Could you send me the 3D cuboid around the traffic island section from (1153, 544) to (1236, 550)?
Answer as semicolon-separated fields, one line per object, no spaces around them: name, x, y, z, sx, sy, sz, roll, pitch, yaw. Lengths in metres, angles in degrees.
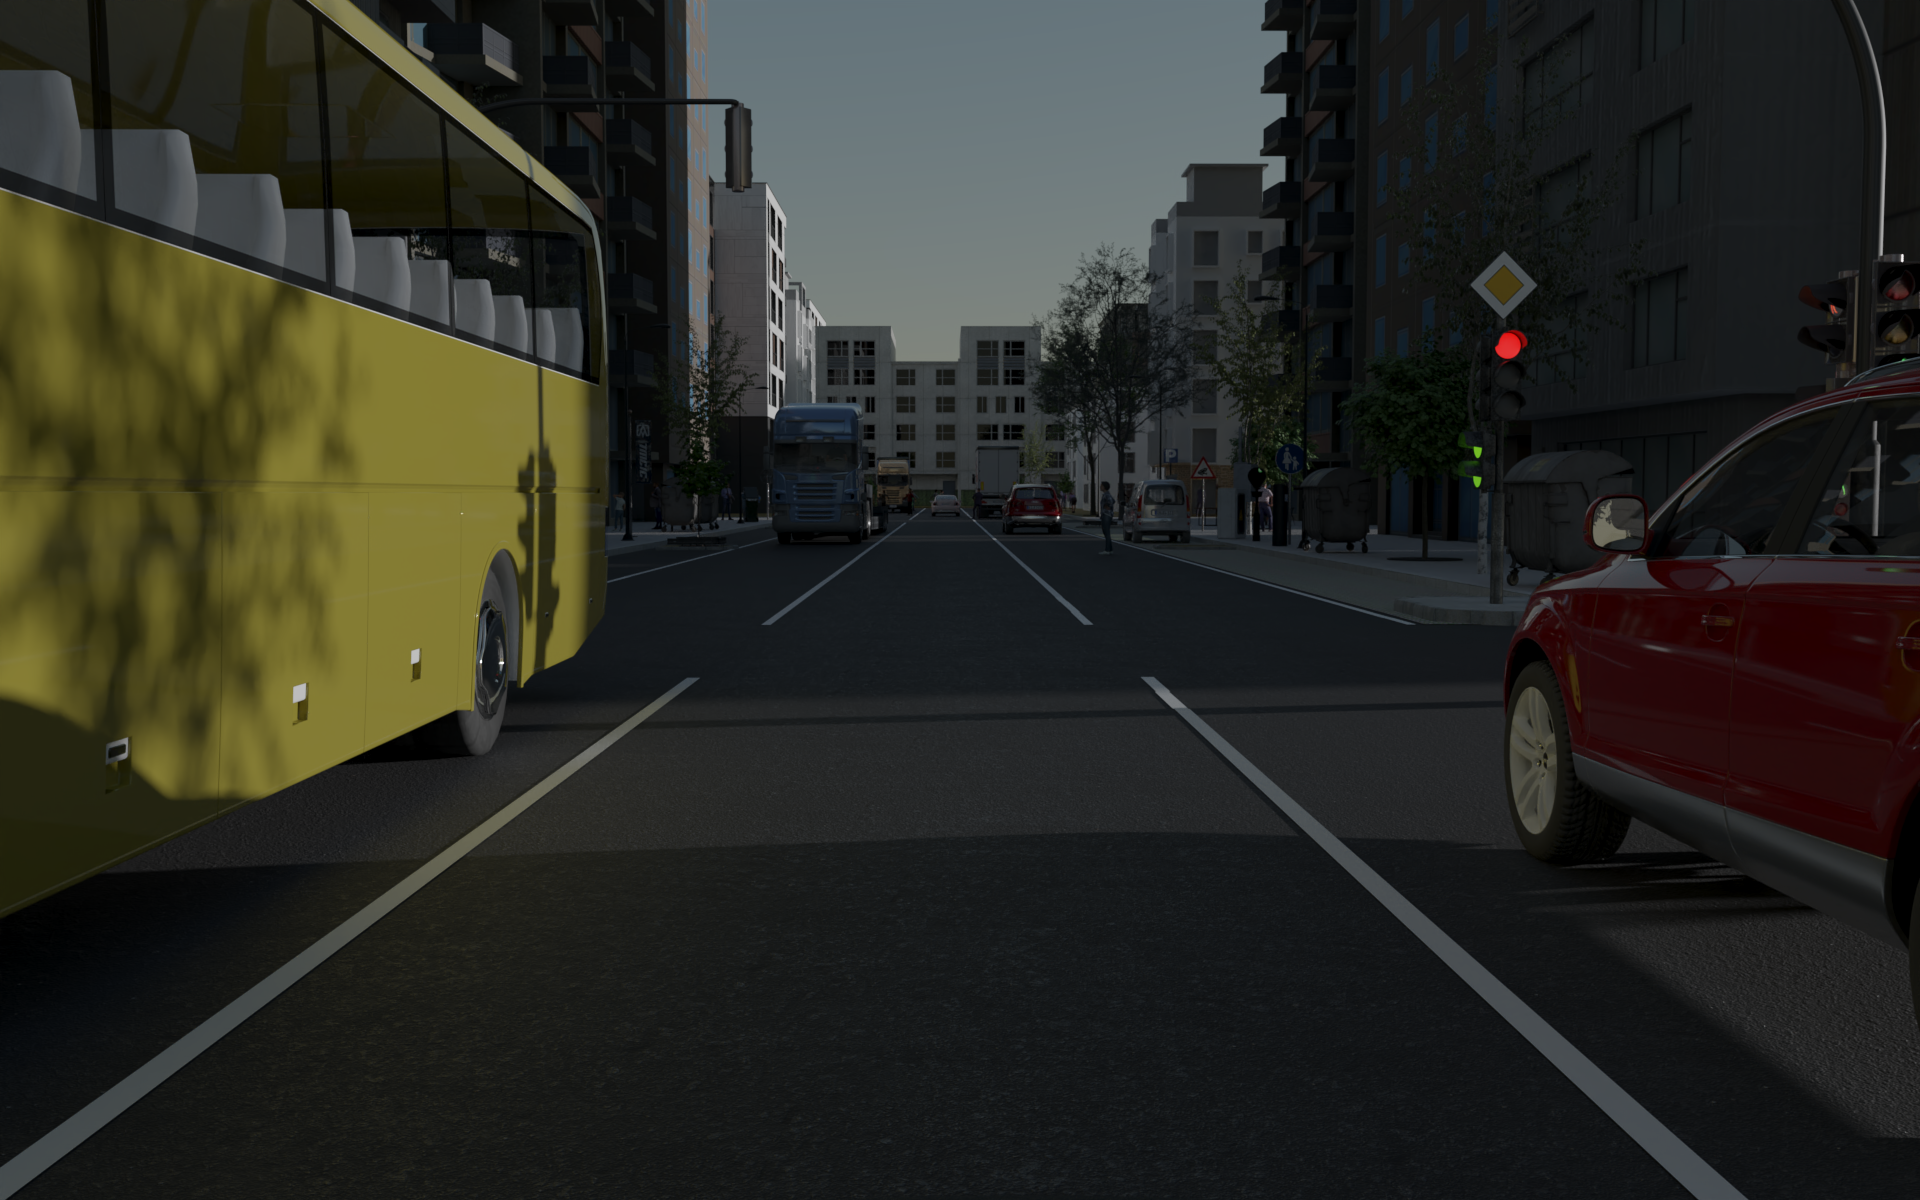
traffic island section;6.079;-1.369;45.243;1.991;0.108;1.994;0;4;0

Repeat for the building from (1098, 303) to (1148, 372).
building;33.018;-21.534;196.060;32.646;21.610;27.936;0;4;0

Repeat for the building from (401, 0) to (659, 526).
building;-23.486;-24.988;63.181;22.147;44.769;28.867;0;4;0

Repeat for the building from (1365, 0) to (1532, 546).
building;19.940;-24.293;47.307;14.600;45.320;14.200;0;4;0

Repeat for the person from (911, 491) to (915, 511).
person;-3.976;-8.255;144.392;0.530;1.710;0.541;-2;4;-35

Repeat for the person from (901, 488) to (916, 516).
person;-3.359;-6.541;115.402;1.348;1.831;0.705;3;5;42

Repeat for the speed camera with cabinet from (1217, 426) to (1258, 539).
speed camera with cabinet;8.051;-3.409;50.074;0.660;3.252;2.038;2;4;28

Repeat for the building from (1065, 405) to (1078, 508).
building;14.862;-12.960;154.048;9.099;9.664;28.070;0;4;0

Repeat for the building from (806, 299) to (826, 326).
building;-32.092;-21.500;195.502;32.646;21.610;27.936;0;4;0

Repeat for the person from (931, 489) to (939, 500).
person;-1.850;-7.792;135.895;1.348;1.824;0.705;3;5;42

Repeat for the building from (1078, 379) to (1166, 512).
building;14.403;-11.202;125.294;9.099;9.664;28.070;0;4;0

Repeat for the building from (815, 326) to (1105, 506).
building;0.018;-19.828;190.643;31.486;18.905;16.747;0;4;0

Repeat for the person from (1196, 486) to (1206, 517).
person;13.510;-5.539;97.054;0.683;1.767;0.568;2;4;35

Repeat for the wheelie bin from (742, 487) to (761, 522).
wheelie bin;-9.623;-4.360;79.192;0.980;1.594;0.693;-2;4;-23

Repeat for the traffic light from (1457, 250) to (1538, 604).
traffic light;6.254;-1.910;20.146;0.839;4.253;0.868;0;4;0

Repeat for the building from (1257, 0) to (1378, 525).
building;25.723;-25.930;78.578;22.147;44.769;28.867;0;4;0

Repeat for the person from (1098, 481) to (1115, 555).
person;3.488;-1.945;41.027;0.376;1.734;0.841;1;4;14

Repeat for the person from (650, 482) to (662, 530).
person;-11.023;-3.415;62.702;0.431;1.722;0.655;0;4;2

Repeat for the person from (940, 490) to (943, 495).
person;-1.685;-8.773;151.954;0.705;1.823;1.348;1;4;21

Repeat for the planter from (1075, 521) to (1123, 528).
planter;5.840;-3.155;72.718;1.991;0.319;1.994;0;4;0

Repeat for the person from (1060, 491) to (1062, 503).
person;10.344;-10.248;176.727;0.621;1.740;0.551;-2;4;-33

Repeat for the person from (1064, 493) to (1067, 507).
person;10.392;-9.821;169.837;0.991;1.433;0.599;1;4;9

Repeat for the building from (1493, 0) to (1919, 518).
building;18.424;-21.168;29.684;14.086;41.232;14.154;0;4;0

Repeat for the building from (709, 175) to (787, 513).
building;-26.550;-16.365;111.549;27.936;21.610;32.646;0;4;0

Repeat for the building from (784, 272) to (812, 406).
building;-21.154;-17.667;145.279;16.016;20.091;11.380;0;4;0

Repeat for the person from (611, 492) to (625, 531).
person;-11.795;-3.047;59.778;0.340;1.345;0.435;2;4;34

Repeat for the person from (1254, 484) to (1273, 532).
person;10.414;-3.195;59.224;0.756;1.711;0.436;3;4;37

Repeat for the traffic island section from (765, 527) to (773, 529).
traffic island section;-7.050;-3.020;72.241;1.991;0.108;1.994;0;4;0

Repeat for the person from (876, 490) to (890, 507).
person;-5.597;-7.150;126.115;1.217;1.735;0.721;-3;5;-41

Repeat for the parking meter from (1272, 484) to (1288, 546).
parking meter;7.864;-2.088;42.556;0.372;1.533;0.369;0;3;0

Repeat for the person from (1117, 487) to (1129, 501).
person;9.564;-5.784;101.428;0.721;1.723;1.217;3;5;42

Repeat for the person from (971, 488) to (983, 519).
person;0.936;-5.492;98.747;0.683;1.767;0.568;-2;4;-27

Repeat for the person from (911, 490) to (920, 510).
person;-4.430;-9.304;160.702;1.350;1.814;0.705;0;4;-7

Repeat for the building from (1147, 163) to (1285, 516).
building;19.655;-15.207;105.053;16.016;20.091;11.380;0;4;0

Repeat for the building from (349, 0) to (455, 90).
building;-26.817;-27.250;34.779;28.713;52.752;27.495;0;4;0

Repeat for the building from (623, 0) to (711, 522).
building;-20.197;-26.580;84.687;14.600;45.320;14.200;0;4;0

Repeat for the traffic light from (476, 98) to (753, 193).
traffic light;-4.795;-2.777;20.069;4.771;5.953;1.251;0;4;0

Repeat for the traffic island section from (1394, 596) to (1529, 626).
traffic island section;6.294;0.124;20.260;2.009;0.180;2.903;0;4;0

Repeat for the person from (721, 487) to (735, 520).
person;-11.341;-4.818;84.690;0.709;1.838;0.599;-3;4;-38

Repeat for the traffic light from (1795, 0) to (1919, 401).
traffic light;4.233;-2.283;12.001;4.771;5.953;1.251;0;4;0

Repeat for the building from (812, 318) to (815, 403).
building;-19.410;-18.628;160.988;11.380;20.091;16.016;0;4;0
